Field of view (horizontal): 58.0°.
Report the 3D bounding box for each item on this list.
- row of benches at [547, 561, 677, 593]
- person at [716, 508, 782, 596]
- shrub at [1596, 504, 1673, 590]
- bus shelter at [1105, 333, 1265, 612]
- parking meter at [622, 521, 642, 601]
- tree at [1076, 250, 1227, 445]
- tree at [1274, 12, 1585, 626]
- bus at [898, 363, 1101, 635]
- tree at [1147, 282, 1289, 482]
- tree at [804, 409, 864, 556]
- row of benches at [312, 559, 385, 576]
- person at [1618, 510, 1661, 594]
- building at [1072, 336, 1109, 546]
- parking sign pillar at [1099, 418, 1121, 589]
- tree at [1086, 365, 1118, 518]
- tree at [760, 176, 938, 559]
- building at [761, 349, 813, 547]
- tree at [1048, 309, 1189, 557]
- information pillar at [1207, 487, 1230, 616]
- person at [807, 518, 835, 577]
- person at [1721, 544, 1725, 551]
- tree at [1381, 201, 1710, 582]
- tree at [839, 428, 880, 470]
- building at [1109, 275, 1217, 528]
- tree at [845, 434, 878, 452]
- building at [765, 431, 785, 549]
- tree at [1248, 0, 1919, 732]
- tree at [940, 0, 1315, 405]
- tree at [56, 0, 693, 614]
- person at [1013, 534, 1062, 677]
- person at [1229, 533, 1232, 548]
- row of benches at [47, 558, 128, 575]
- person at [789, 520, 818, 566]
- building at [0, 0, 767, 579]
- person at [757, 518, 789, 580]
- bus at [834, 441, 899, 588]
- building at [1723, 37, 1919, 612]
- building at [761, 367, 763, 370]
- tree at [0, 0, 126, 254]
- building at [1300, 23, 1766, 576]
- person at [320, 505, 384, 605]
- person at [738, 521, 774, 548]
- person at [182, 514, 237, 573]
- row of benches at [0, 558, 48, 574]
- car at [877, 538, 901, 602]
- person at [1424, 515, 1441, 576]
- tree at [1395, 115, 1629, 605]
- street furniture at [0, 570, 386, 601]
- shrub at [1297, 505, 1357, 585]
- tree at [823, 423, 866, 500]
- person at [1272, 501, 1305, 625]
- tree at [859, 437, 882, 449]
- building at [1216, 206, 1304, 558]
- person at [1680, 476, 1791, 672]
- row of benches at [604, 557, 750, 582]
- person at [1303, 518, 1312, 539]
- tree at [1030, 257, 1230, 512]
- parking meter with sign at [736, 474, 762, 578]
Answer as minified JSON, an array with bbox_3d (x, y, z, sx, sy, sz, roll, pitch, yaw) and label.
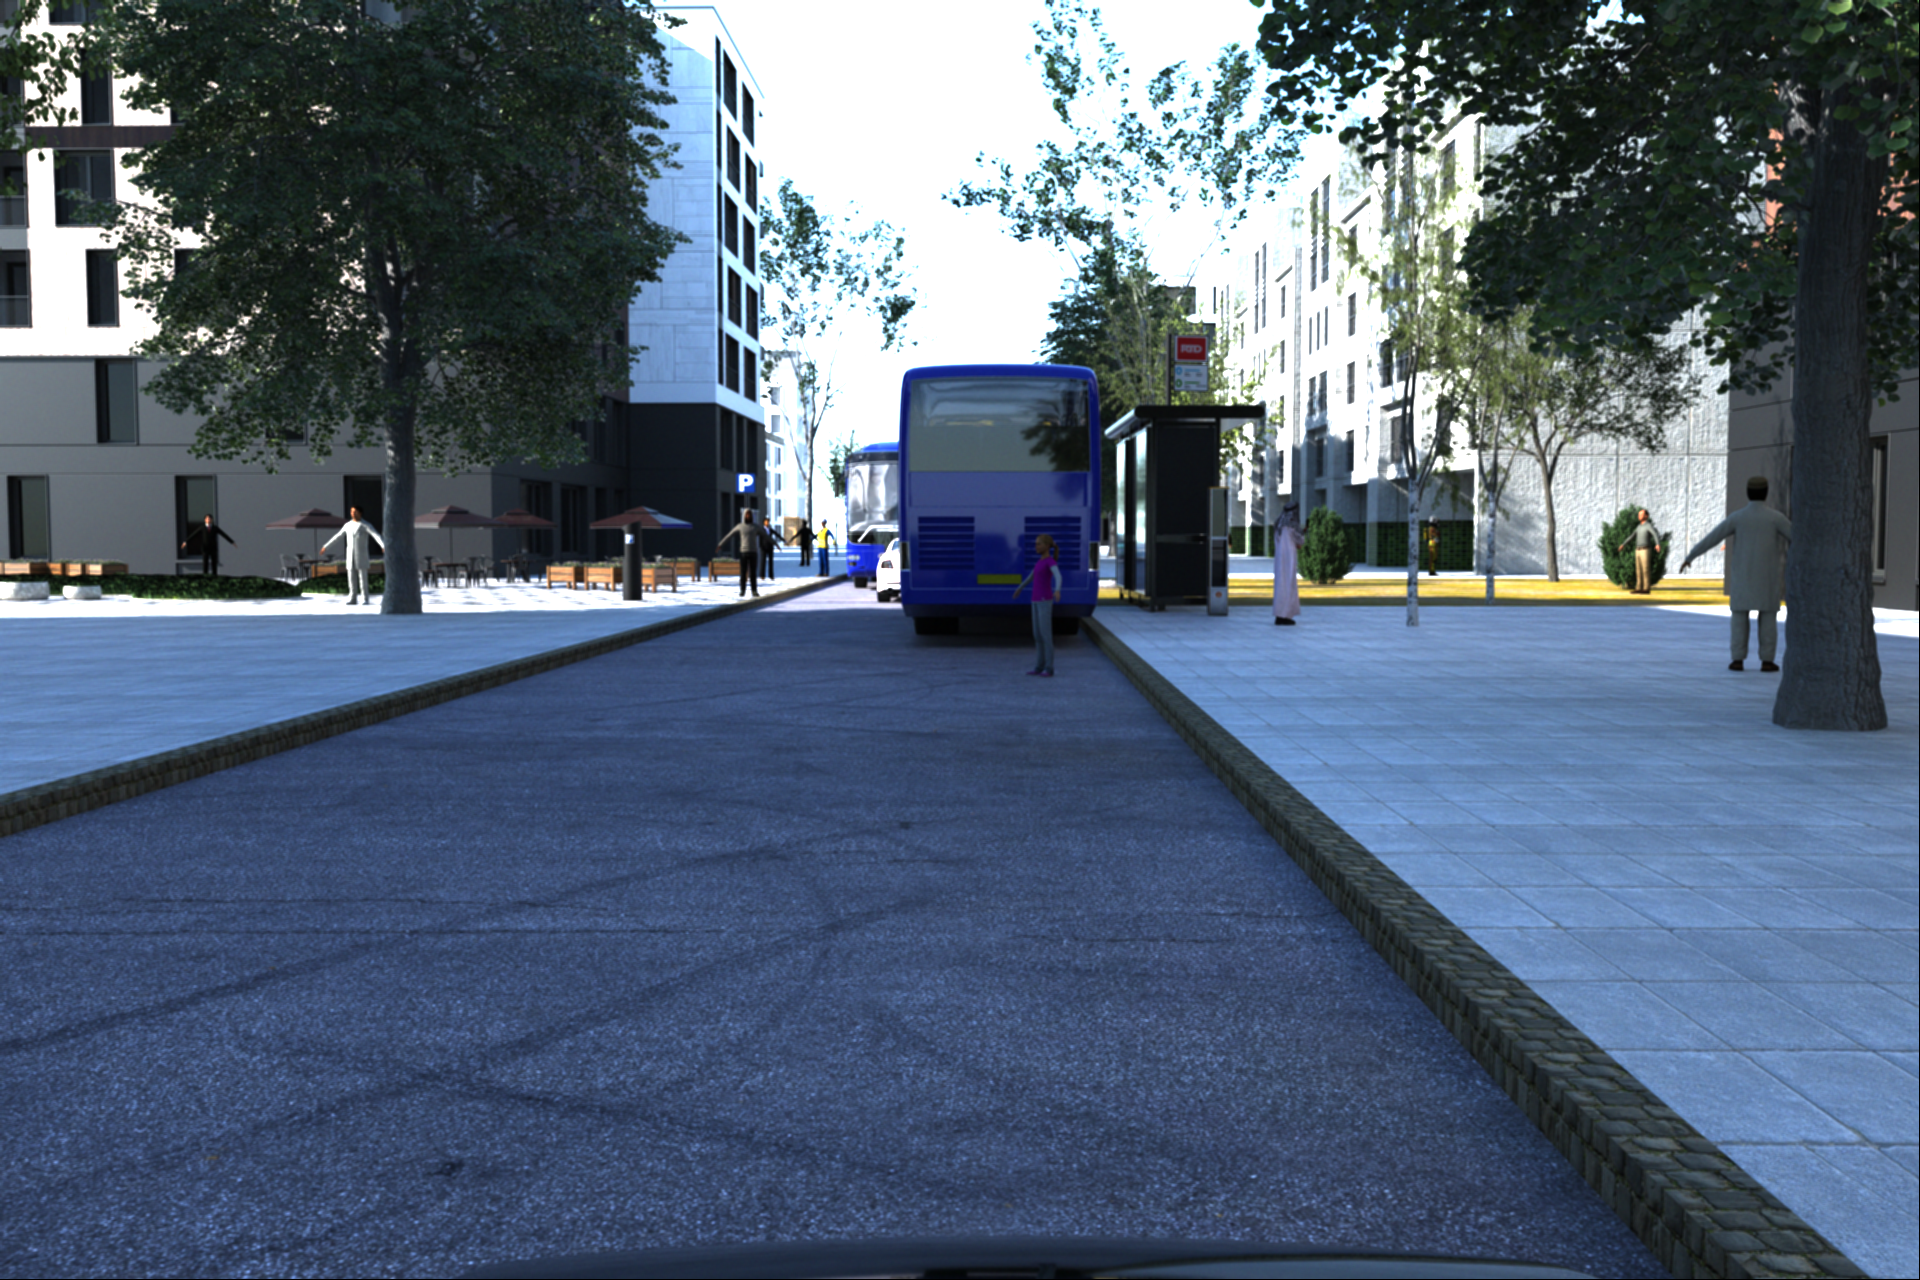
[{"bbox_3d":[-7.857,-1.448,39.130,4.104,0.672,1.422,3,5,42],"label":"row of benches"},{"bbox_3d":[-4.350,-1.805,35.648,1.348,1.813,0.705,-1,4,-13],"label":"person"},{"bbox_3d":[15.589,-2.179,40.047,1.690,2.028,1.600,0,3,0],"label":"shrub"},{"bbox_3d":[3.924,-3.352,32.435,2.179,5.291,8.768,0,4,0],"label":"bus shelter"},{"bbox_3d":[-6.337,-1.533,33.470,0.372,1.533,0.369,0,3,0],"label":"parking meter"},{"bbox_3d":[4.758,-5.843,45.898,4.360,8.622,3.978,0,3,0],"label":"tree"},{"bbox_3d":[6.093,-4.502,23.978,4.360,8.622,3.978,0,3,0],"label":"tree"},{"bbox_3d":[0.555,-2.201,27.530,2.896,3.916,12.251,0,4,1],"label":"bus"},{"bbox_3d":[7.478,-6.194,51.641,4.737,8.622,4.395,0,3,0],"label":"tree"},{"bbox_3d":[-7.548,-9.317,102.693,4.360,8.622,3.978,0,3,0],"label":"tree"},{"bbox_3d":[-14.729,-1.676,42.869,1.422,0.672,4.104,0,4,7],"label":"row of benches"},{"bbox_3d":[14.598,-1.883,37.063,0.705,1.796,1.348,-1,4,-15],"label":"person"},{"bbox_3d":[25.820,-21.473,195.065,27.936,21.610,32.646,0,4,1],"label":"building"},{"bbox_3d":[3.952,-3.216,41.057,1.447,3.967,1.447,0,4,2],"label":"parking sign pillar"},{"bbox_3d":[7.927,-11.694,109.320,7.486,12.596,7.792,0,3,0],"label":"tree"},{"bbox_3d":[-7.469,-14.347,90.465,12.611,20.169,13.585,0,3,0],"label":"tree"},{"bbox_3d":[-21.629,-19.712,178.708,16.016,20.090,11.380,0,4,2],"label":"building"},{"bbox_3d":[8.544,-11.548,95.465,9.857,13.997,8.962,0,3,0],"label":"tree"},{"bbox_3d":[4.044,-1.385,27.143,0.304,2.012,0.304,0,4,1],"label":"information pillar"},{"bbox_3d":[-4.143,-2.776,51.844,1.216,1.772,0.721,3,5,43],"label":"person"},{"bbox_3d":[17.860,-2.032,39.357,1.347,1.817,0.704,-2,4,-25],"label":"person"},{"bbox_3d":[15.907,-6.858,46.542,8.767,10.594,7.601,-1,4,-9],"label":"tree"},{"bbox_3d":[-6.789,-10.360,119.748,4.360,8.622,3.978,0,3,0],"label":"tree"},{"bbox_3d":[26.979,-18.897,152.947,27.936,21.610,32.646,0,4,1],"label":"building"},{"bbox_3d":[-7.119,-10.763,126.338,4.360,8.622,3.978,0,3,0],"label":"tree"},{"bbox_3d":[-19.948,-12.856,152.335,9.099,9.664,28.070,0,4,1],"label":"building"},{"bbox_3d":[5.807,-6.385,11.045,9.857,13.997,8.962,0,3,0],"label":"tree"},{"bbox_3d":[5.455,-12.664,62.941,12.611,20.169,13.585,0,3,0],"label":"tree"},{"bbox_3d":[-8.949,-7.403,27.696,9.857,13.997,8.962,0,3,0],"label":"tree"},{"bbox_3d":[0.781,-0.348,17.414,0.599,1.433,0.991,-2,4,-23],"label":"person"},{"bbox_3d":[6.886,-2.444,46.186,0.704,1.802,1.346,3,5,44],"label":"person"},{"bbox_3d":[-22.009,-1.728,43.717,1.422,0.672,4.104,-3,5,-45],"label":"row of benches"},{"bbox_3d":[-6.236,-3.893,69.582,1.347,1.837,0.705,-2,4,-33],"label":"person"},{"bbox_3d":[-23.510,-13.558,65.652,27.936,21.610,32.646,0,4,2],"label":"building"},{"bbox_3d":[-5.346,-2.538,48.224,1.216,1.740,0.721,-2,4,-24],"label":"person"},{"bbox_3d":[-1.573,-3.536,49.366,2.896,3.916,12.251,0,4,1],"label":"bus"},{"bbox_3d":[26.019,-10.708,19.051,27.936,21.610,32.646,0,4,2],"label":"building"},{"bbox_3d":[-24.786,-20.844,197.219,16.016,20.090,11.380,0,4,1],"label":"building"},{"bbox_3d":[-8.887,-3.831,12.997,4.737,8.622,4.395,0,3,0],"label":"tree"},{"bbox_3d":[24.720,-12.370,68.700,16.747,18.905,31.486,0,4,1],"label":"building"},{"bbox_3d":[-10.911,-1.538,31.326,1.347,1.806,0.705,1,4,11],"label":"person"},{"bbox_3d":[-6.851,-3.206,58.561,1.346,1.812,0.704,-1,4,-17],"label":"person"},{"bbox_3d":[-19.945,-2.437,46.033,1.347,1.806,0.705,-2,4,-26],"label":"person"},{"bbox_3d":[-25.698,-1.845,45.636,4.104,0.672,1.422,1,4,23],"label":"row of benches"},{"bbox_3d":[-0.782,-1.558,37.842,2.083,1.381,4.827,0,4,2],"label":"car"},{"bbox_3d":[14.502,-2.886,52.954,0.705,1.858,1.354,1,4,8],"label":"person"},{"bbox_3d":[9.426,-4.951,31.312,4.360,8.622,3.978,0,3,0],"label":"tree"},{"bbox_3d":[-16.608,-1.227,35.682,10.072,0.657,5.734,0,4,-4],"label":"street furniture"},{"bbox_3d":[9.244,-2.449,44.086,1.661,2.075,1.752,0,3,0],"label":"shrub"},{"bbox_3d":[-7.059,-10.001,113.873,4.737,8.622,4.395,0,3,0],"label":"tree"},{"bbox_3d":[4.651,-1.087,24.489,0.621,1.740,0.551,-3,4,-37],"label":"person"},{"bbox_3d":[-6.859,-11.151,132.676,4.737,8.622,4.395,0,3,0],"label":"tree"},{"bbox_3d":[25.399,-14.409,102.046,16.747,18.905,31.486,0,4,1],"label":"building"},{"bbox_3d":[7.457,-0.620,16.232,1.344,1.819,0.704,2,4,30],"label":"person"},{"bbox_3d":[-7.659,-1.903,46.576,4.104,0.672,1.422,0,4,6],"label":"row of benches"},{"bbox_3d":[11.537,-3.104,56.902,1.345,1.843,0.704,2,4,32],"label":"person"},{"bbox_3d":[7.772,-10.553,79.204,9.857,13.997,8.962,0,3,0],"label":"tree"},{"bbox_3d":[-6.126,-3.337,50.816,0.543,3.016,1.738,0,4,3],"label":"parking meter with sign"}]
